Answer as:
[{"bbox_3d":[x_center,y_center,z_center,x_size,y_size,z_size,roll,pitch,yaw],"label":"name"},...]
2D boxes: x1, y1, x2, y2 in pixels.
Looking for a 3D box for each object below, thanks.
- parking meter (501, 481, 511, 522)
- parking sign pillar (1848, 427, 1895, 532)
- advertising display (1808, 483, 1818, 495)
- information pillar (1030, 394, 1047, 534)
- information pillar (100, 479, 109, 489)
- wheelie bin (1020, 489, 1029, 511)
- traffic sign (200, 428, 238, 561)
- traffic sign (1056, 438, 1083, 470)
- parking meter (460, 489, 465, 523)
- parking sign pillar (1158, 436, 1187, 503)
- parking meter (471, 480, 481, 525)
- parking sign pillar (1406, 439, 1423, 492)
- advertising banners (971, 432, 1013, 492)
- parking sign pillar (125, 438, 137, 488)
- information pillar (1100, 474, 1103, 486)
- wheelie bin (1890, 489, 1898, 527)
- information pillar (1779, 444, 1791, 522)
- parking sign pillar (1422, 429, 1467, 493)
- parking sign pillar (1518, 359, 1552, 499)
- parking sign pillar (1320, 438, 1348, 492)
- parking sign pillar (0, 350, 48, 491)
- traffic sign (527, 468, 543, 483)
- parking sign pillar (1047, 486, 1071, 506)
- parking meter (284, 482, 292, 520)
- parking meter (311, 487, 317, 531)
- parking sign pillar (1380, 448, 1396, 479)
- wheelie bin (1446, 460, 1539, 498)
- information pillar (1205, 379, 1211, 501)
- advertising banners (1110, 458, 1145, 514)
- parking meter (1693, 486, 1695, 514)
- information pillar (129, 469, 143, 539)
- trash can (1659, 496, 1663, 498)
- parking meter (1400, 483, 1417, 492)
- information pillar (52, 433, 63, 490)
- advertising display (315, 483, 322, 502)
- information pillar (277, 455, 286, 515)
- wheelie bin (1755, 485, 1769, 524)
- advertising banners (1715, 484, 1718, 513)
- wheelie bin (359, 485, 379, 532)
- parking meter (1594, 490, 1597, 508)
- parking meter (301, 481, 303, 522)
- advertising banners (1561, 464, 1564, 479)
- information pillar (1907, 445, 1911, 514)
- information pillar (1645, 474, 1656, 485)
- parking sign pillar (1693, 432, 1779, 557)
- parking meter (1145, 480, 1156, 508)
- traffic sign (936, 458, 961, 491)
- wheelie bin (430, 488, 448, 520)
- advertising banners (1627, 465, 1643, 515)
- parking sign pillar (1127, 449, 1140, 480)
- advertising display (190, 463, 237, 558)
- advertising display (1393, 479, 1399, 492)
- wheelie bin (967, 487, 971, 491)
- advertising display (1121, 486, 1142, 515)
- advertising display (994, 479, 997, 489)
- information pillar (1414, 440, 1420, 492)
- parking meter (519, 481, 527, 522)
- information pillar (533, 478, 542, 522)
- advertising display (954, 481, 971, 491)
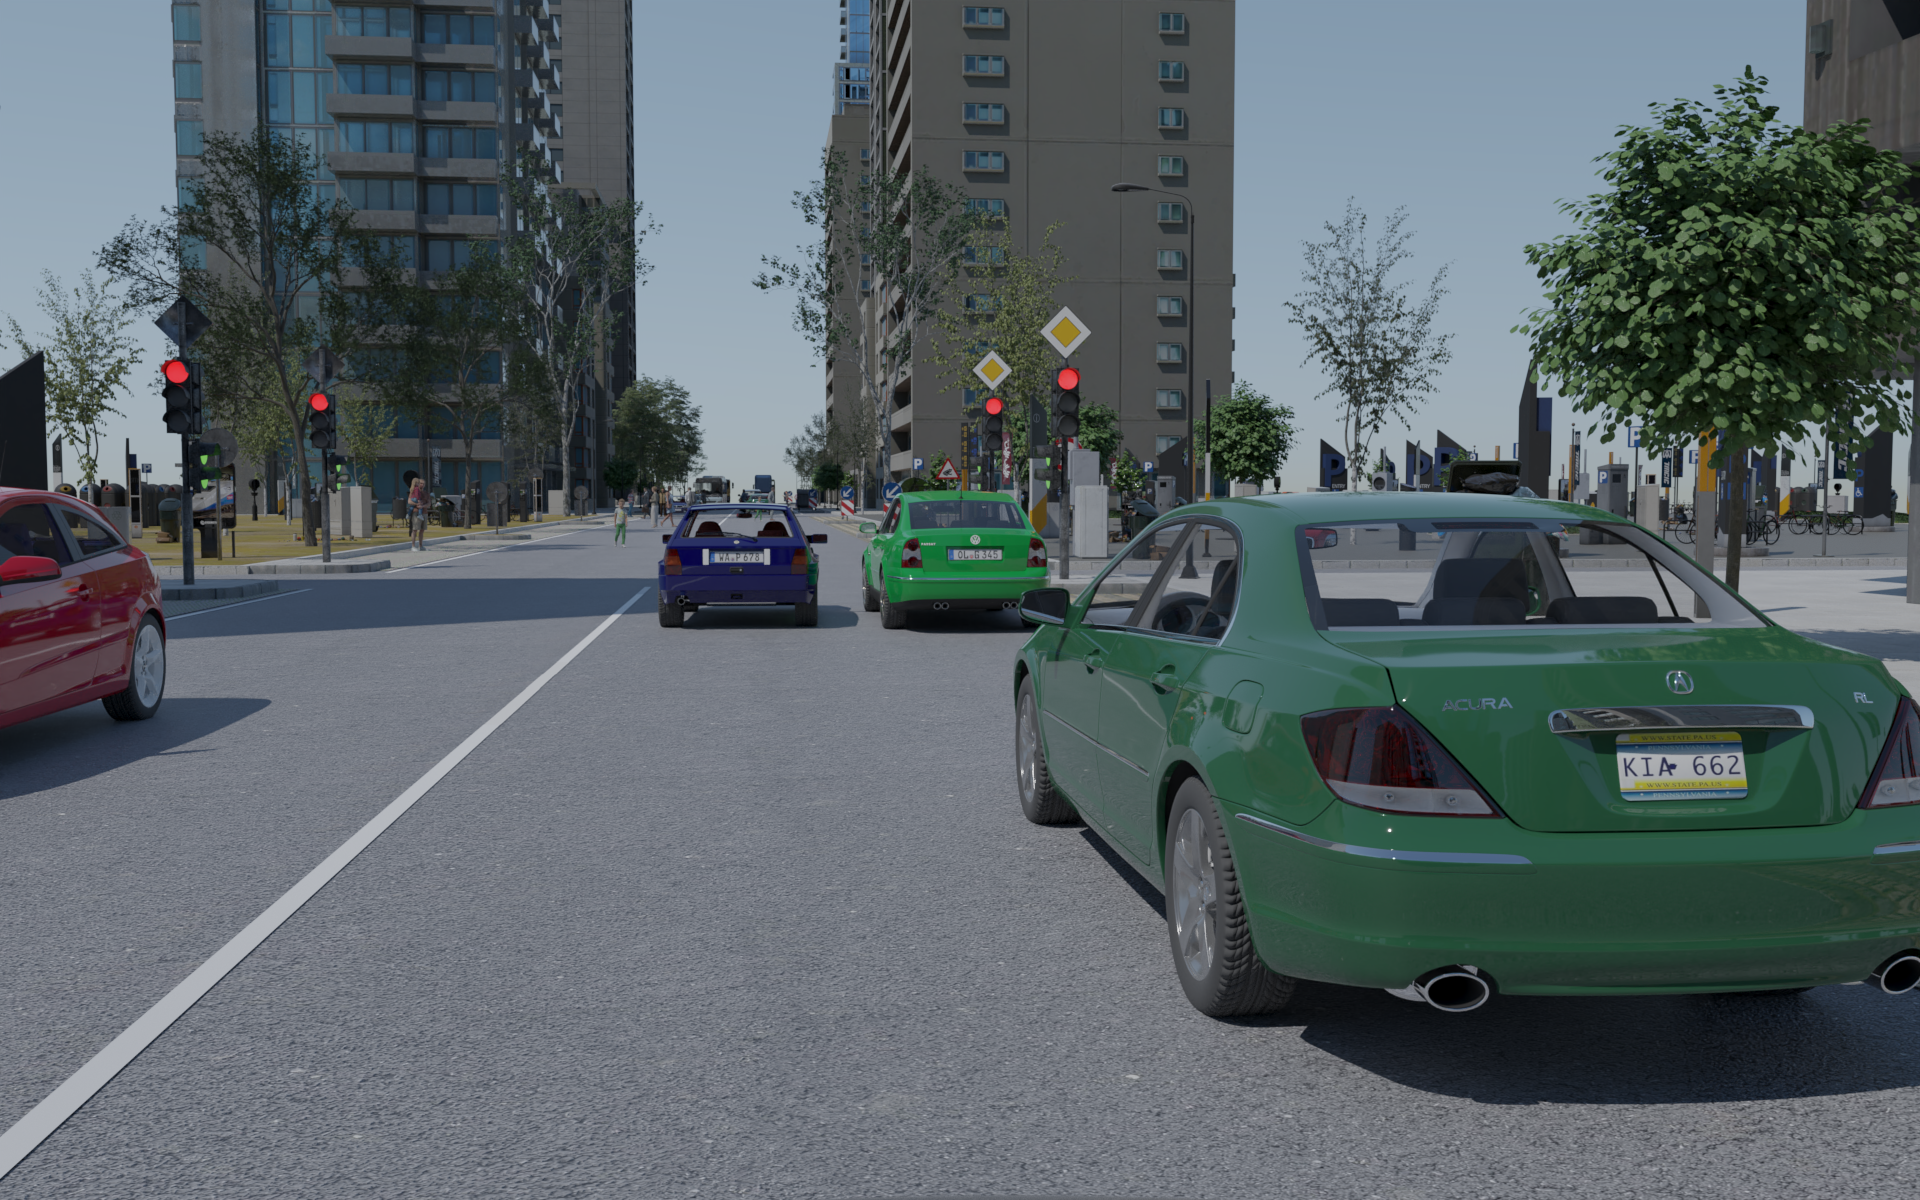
[{"bbox_3d":[-20.541,-4.442,78.331,0.399,1.863,0.255,1,4,13],"label":"parking meter"},{"bbox_3d":[31.062,-4.308,58.914,1.447,3.967,1.447,-1,4,-22],"label":"parking sign pillar"},{"bbox_3d":[49.790,-5.867,101.139,0.974,1.923,0.123,-3,5,-39],"label":"advertising display"},{"bbox_3d":[1.830,-3.017,40.682,0.504,3.616,0.183,-3,4,-39],"label":"information pillar"},{"bbox_3d":[-42.186,-4.950,85.430,0.304,2.012,0.304,0,4,-8],"label":"information pillar"},{"bbox_3d":[3.621,-5.616,99.737,0.693,1.594,0.980,-1,4,-17],"label":"wheelie bin"},{"bbox_3d":[-14.290,-2.034,33.366,0.768,2.556,0.104,0,4,-3],"label":"traffic sign"},{"bbox_3d":[2.372,-2.357,38.636,0.768,2.556,0.104,0,4,2],"label":"traffic sign"},{"bbox_3d":[-21.616,-4.110,75.609,0.372,1.533,0.369,0,3,0],"label":"parking meter"},{"bbox_3d":[9.841,-5.608,80.164,1.447,3.967,1.447,0,4,2],"label":"parking sign pillar"},{"bbox_3d":[-20.375,-4.106,72.850,0.255,1.863,0.399,1,4,18],"label":"parking meter"},{"bbox_3d":[22.481,-5.891,84.788,1.447,3.967,1.447,1,4,14],"label":"parking sign pillar"},{"bbox_3d":[0.884,-3.248,49.292,0.090,3.025,2.074,-2,4,-35],"label":"advertising banners"},{"bbox_3d":[-40.051,-5.824,83.691,1.447,3.967,1.447,-2,4,-28],"label":"parking sign pillar"},{"bbox_3d":[5.984,-5.000,73.106,0.183,3.616,0.504,0,4,1],"label":"information pillar"},{"bbox_3d":[34.012,-3.410,63.668,0.980,1.594,0.693,-1,4,-19],"label":"wheelie bin"},{"bbox_3d":[38.367,-5.454,80.524,0.183,3.616,0.504,-2,4,-25],"label":"information pillar"},{"bbox_3d":[20.271,-5.091,71.716,1.447,3.967,1.447,3,5,45],"label":"parking sign pillar"},{"bbox_3d":[11.674,-2.862,35.258,1.447,3.967,1.447,1,4,9],"label":"parking sign pillar"},{"bbox_3d":[18.133,-5.845,84.037,1.447,3.967,1.447,-1,4,-15],"label":"parking sign pillar"},{"bbox_3d":[-17.624,-2.665,32.051,1.447,3.967,1.447,2,4,28],"label":"parking sign pillar"},{"bbox_3d":[-20.435,-5.092,83.364,0.768,2.556,0.104,0,4,-2],"label":"traffic sign"},{"bbox_3d":[5.561,-6.635,96.948,1.447,3.967,1.447,-1,4,-14],"label":"parking sign pillar"},{"bbox_3d":[-32.972,-4.849,84.994,0.255,1.863,0.399,0,4,3],"label":"parking meter"},{"bbox_3d":[-22.458,-3.147,59.870,0.372,1.533,0.369,0,3,0],"label":"parking meter"},{"bbox_3d":[25.287,-6.966,102.368,1.447,3.967,1.447,3,5,39],"label":"parking sign pillar"},{"bbox_3d":[4.944,-0.508,16.221,0.980,1.594,0.693,0,4,5],"label":"wheelie bin"},{"bbox_3d":[5.030,-2.680,35.173,0.183,3.616,0.504,0,4,7],"label":"information pillar"},{"bbox_3d":[8.153,-5.322,83.208,2.074,3.025,0.090,0,4,-1],"label":"advertising banners"},{"bbox_3d":[46.001,-6.268,108.191,0.399,1.863,0.255,0,4,3],"label":"parking meter"},{"bbox_3d":[-23.741,-2.776,49.884,0.304,2.012,0.304,-1,4,-22],"label":"information pillar"},{"bbox_3d":[46.457,-6.334,115.210,0.748,1.137,0.748,0,3,0],"label":"trash can"},{"bbox_3d":[10.172,-1.891,39.331,0.372,1.533,0.369,0,3,0],"label":"parking meter"},{"bbox_3d":[-34.838,-4.622,66.920,0.504,3.616,0.183,2,4,27],"label":"information pillar"},{"bbox_3d":[-36.301,-5.711,98.584,0.123,1.923,0.974,2,4,26],"label":"advertising display"},{"bbox_3d":[-40.891,-6.915,104.420,0.504,3.616,0.183,-3,5,-40],"label":"information pillar"},{"bbox_3d":[28.695,-3.339,62.497,0.693,1.594,0.980,-3,5,-42],"label":"wheelie bin"},{"bbox_3d":[32.428,-4.774,74.247,0.090,3.025,2.074,2,4,26],"label":"advertising banners"},{"bbox_3d":[-20.044,-3.081,58.285,0.693,1.594,0.980,1,4,13],"label":"wheelie bin"},{"bbox_3d":[25.074,-3.640,67.918,0.372,1.533,0.369,0,3,0],"label":"parking meter"},{"bbox_3d":[-29.647,-4.459,78.613,0.255,1.863,0.399,2,4,24],"label":"parking meter"},{"bbox_3d":[34.844,-6.397,100.781,0.090,3.025,2.074,0,4,4],"label":"advertising banners"},{"bbox_3d":[44.292,-5.470,80.792,0.183,3.616,0.504,1,4,18],"label":"information pillar"},{"bbox_3d":[25.500,-3.639,63.989,0.304,2.012,0.304,0,4,5],"label":"information pillar"},{"bbox_3d":[16.072,-2.906,35.983,1.447,3.967,1.447,1,4,18],"label":"parking sign pillar"},{"bbox_3d":[7.927,-4.059,72.081,0.399,1.863,0.255,1,4,18],"label":"parking meter"},{"bbox_3d":[-0.422,-3.755,61.399,0.884,2.594,0.081,0,4,1],"label":"traffic sign"},{"bbox_3d":[-25.378,-4.676,84.369,0.980,1.594,0.693,-3,4,-36],"label":"wheelie bin"},{"bbox_3d":[39.914,-6.513,102.675,2.074,3.025,0.090,-3,5,-39],"label":"advertising banners"},{"bbox_3d":[10.158,-6.980,102.602,1.447,3.967,1.447,-2,4,-27],"label":"parking sign pillar"},{"bbox_3d":[-15.009,-1.801,34.658,0.974,1.923,0.123,-1,4,-15],"label":"advertising display"},{"bbox_3d":[18.422,-4.213,74.089,0.974,1.923,0.123,-3,5,-41],"label":"advertising display"},{"bbox_3d":[0.568,-4.408,79.979,0.693,1.594,0.980,-1,4,-18],"label":"wheelie bin"},{"bbox_3d":[7.689,-4.431,77.652,0.974,1.923,0.123,-1,4,-11],"label":"advertising display"},{"bbox_3d":[1.160,-4.346,76.277,0.974,1.923,0.123,2,4,31],"label":"advertising display"},{"bbox_3d":[19.758,-5.109,74.895,0.183,3.616,0.504,2,4,35],"label":"information pillar"},{"bbox_3d":[-19.853,-4.466,78.730,0.255,1.863,0.399,0,4,0],"label":"parking meter"},{"bbox_3d":[-19.520,-4.624,80.101,0.304,2.012,0.304,-2,4,-35],"label":"information pillar"},{"bbox_3d":[0.133,-4.924,85.728,0.974,1.923,0.123,-3,4,-37],"label":"advertising display"}]
